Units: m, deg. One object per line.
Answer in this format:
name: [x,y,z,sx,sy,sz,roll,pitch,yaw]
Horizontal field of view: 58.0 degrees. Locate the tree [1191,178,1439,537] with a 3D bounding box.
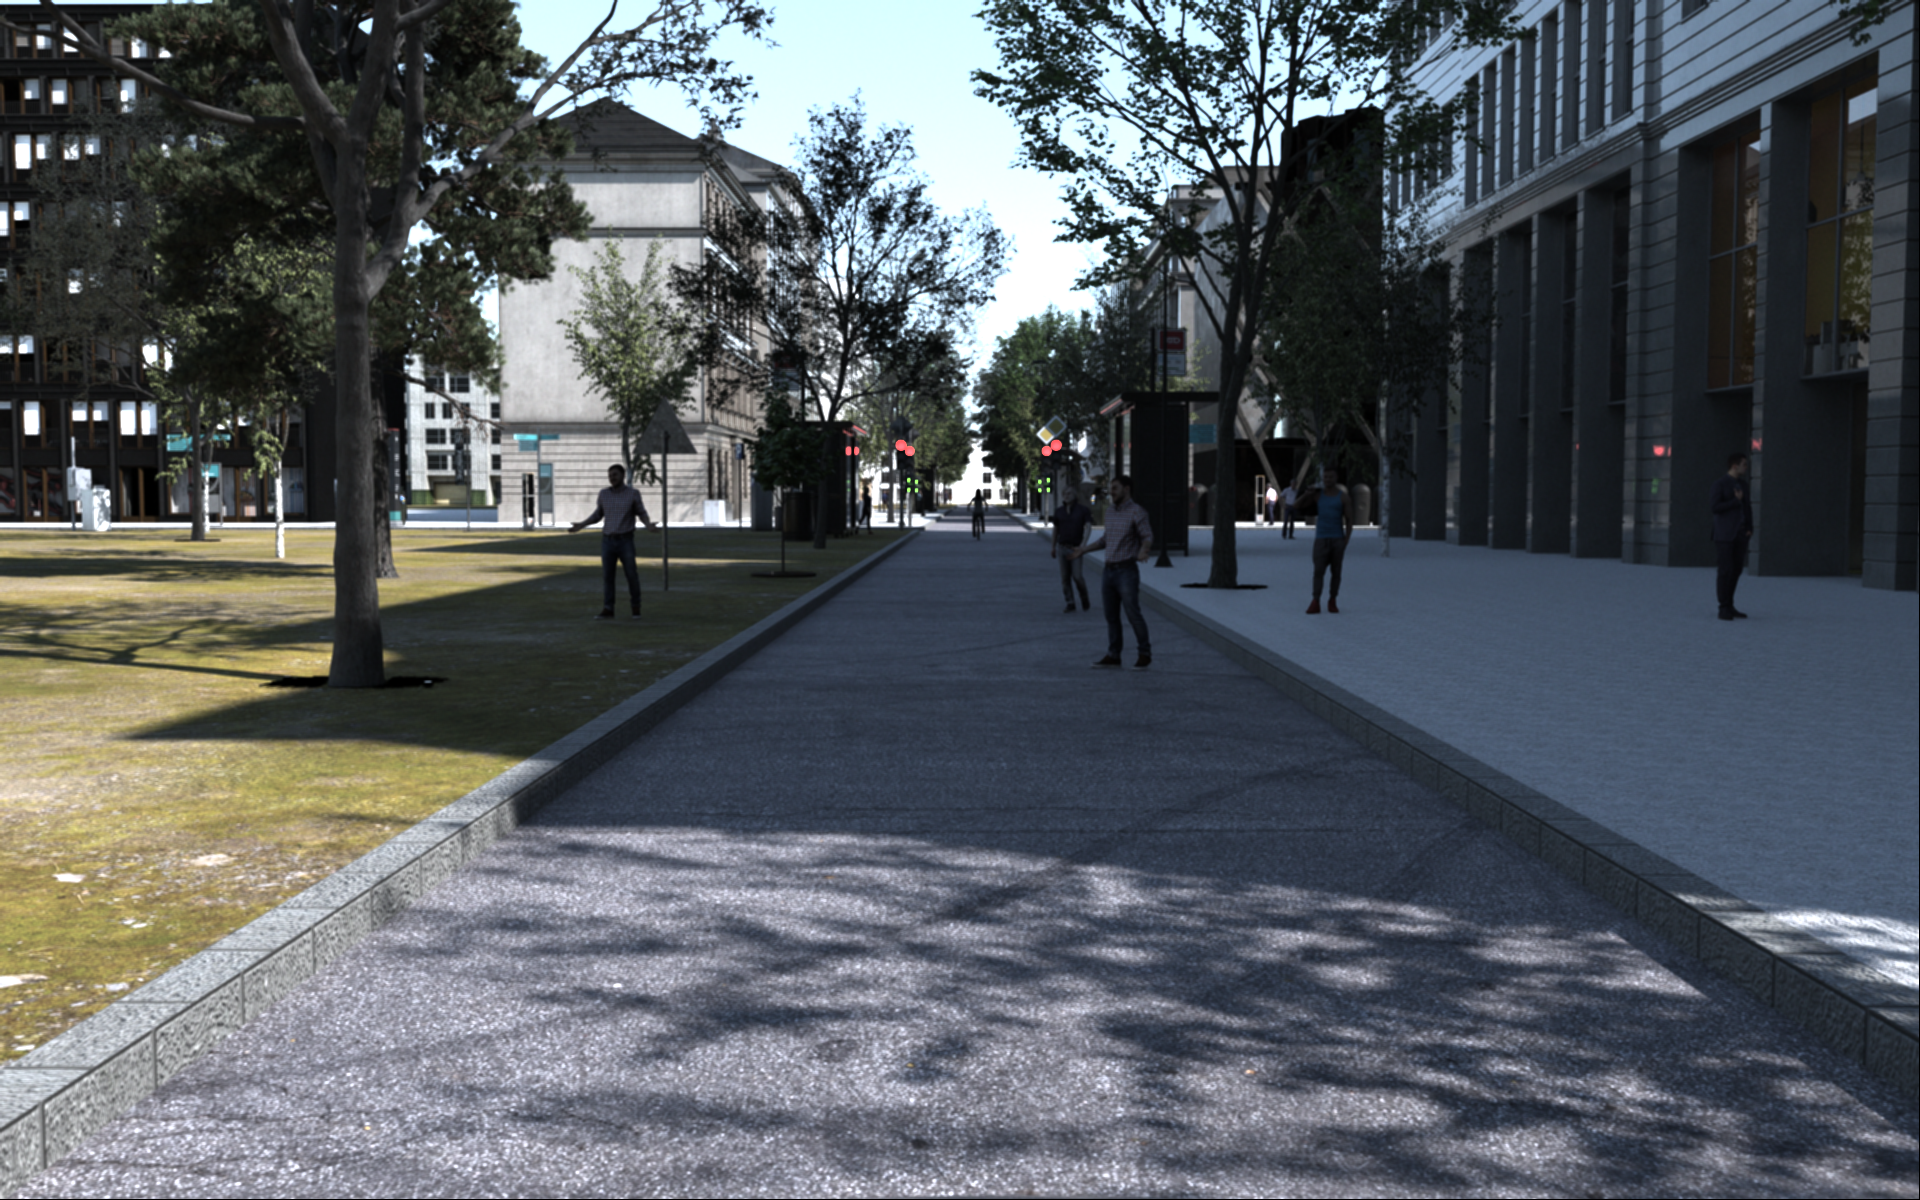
tree: [8.776,-5.525,40.692,4.737,8.622,4.395,0,3,0]

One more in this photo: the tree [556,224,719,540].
tree: [-8.963,-5.982,48.166,4.737,8.622,4.395,0,3,0]

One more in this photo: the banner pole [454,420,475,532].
banner pole: [-16.871,-4.208,58.814,0.863,3.779,0.401,2,4,33]

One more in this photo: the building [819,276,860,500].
building: [-24.322,-19.367,160.626,27.936,21.610,32.646,0,4,0]

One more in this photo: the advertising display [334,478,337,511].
advertising display: [-25.359,-3.996,70.548,0.123,1.923,0.974,-2,4,-26]

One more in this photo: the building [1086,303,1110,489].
building: [21.081,-19.629,177.353,16.016,20.091,11.380,0,4,0]

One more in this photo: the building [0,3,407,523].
building: [-36.394,-15.450,82.283,15.834,23.373,12.332,0,4,0]

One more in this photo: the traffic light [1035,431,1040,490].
traffic light: [3.400,-4.853,68.595,0.839,4.213,0.868,0,4,0]

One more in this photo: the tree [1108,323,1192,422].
tree: [8.869,-7.610,74.783,4.737,8.622,4.395,0,3,0]

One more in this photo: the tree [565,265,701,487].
tree: [-10.658,-6.510,56.800,4.360,8.622,3.978,0,3,0]

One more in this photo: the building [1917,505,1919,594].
building: [18.070,-10.290,10.046,13.314,21.916,24.055,0,4,0]

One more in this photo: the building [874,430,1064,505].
building: [1.074,-18.219,240.030,28.070,9.664,9.099,0,4,0]

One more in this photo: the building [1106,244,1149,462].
building: [16.842,-17.450,134.459,9.793,20.994,18.267,0,4,0]

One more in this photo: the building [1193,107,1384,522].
building: [20.779,-13.248,84.060,16.811,18.784,16.820,0,4,0]

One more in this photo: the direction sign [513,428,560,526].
direction sign: [-17.217,-4.914,69.106,2.525,3.948,1.411,3,4,37]

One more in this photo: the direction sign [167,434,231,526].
direction sign: [-30.406,-4.890,68.720,2.525,3.948,1.411,0,4,-1]

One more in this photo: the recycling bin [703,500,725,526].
recycling bin: [-9.898,-3.498,69.751,0.722,1.027,0.722,0,4,6]

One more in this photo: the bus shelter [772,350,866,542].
bus shelter: [-4.109,-4.481,50.902,2.179,5.291,8.768,0,4,0]

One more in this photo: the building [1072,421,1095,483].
building: [17.960,-15.635,197.780,9.099,9.664,28.070,0,4,0]

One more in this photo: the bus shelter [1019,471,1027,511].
bus shelter: [5.368,-8.475,132.483,2.014,3.302,5.546,0,4,0]

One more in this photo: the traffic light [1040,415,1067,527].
traffic light: [3.331,-4.365,60.611,0.839,4.213,0.868,0,4,0]

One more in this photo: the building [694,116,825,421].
building: [-16.980,-20.147,126.664,12.463,27.353,25.104,0,4,0]

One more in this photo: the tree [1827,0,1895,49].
tree: [7.126,-5.104,9.210,9.928,11.665,9.643,0,3,0]

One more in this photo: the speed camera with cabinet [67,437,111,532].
speed camera with cabinet: [-30.013,-3.994,59.644,2.038,3.252,0.660,3,5,40]

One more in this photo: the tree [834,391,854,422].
tree: [-6.812,-10.236,117.719,4.737,8.622,4.395,0,3,0]

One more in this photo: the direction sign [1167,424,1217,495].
direction sign: [7.672,-4.340,59.718,2.525,3.948,1.411,1,4,18]

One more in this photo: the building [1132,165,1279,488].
building: [18.884,-16.605,113.291,13.314,21.916,24.055,0,4,0]

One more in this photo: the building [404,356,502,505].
building: [-53.539,-20.629,203.740,31.486,18.905,16.747,0,4,0]

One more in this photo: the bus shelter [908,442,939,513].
bus shelter: [-2.682,-8.941,123.822,2.179,5.291,8.768,0,4,1]

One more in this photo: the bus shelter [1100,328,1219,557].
bus shelter: [4.392,-3.792,39.623,2.179,5.291,8.768,0,4,1]

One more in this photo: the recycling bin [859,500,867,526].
recycling bin: [-4.058,-3.529,70.259,0.722,1.027,0.722,0,4,1]

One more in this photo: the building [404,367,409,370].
building: [-60.909,-24.828,249.912,32.646,21.610,27.936,0,4,0]

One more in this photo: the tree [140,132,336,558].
tree: [-13.951,-5.154,34.624,4.737,8.622,4.395,0,3,0]

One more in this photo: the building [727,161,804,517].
building: [-15.187,-15.660,105.196,9.793,20.994,18.267,0,4,0]

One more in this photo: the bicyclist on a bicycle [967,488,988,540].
bicyclist on a bicycle: [0.565,-2.682,53.867,1.499,1.676,1.625,0,4,-1]

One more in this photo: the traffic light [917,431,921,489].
traffic light: [-1.961,-4.855,68.625,0.839,4.213,0.868,0,4,0]

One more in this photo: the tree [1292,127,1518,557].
tree: [8.875,-5.170,34.893,4.360,8.622,3.978,0,3,0]

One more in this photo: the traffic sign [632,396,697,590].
traffic sign: [-3.923,-1.407,23.005,0.884,2.594,0.081,0,4,8]

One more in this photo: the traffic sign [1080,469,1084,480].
traffic sign: [5.458,-4.971,81.379,0.768,2.556,0.104,0,4,5]

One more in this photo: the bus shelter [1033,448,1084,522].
bus shelter: [4.499,-5.154,78.189,2.014,3.302,5.546,0,4,1]

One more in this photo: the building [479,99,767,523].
building: [-15.853,-13.527,85.799,10.561,19.102,19.286,0,4,0]

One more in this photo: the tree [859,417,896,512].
tree: [-5.871,-10.740,125.958,4.360,8.622,3.978,0,3,0]

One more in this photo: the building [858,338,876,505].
building: [-17.531,-20.654,194.115,16.016,20.091,11.380,0,4,0]

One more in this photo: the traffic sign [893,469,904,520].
traffic sign: [-3.173,-5.324,87.146,0.768,2.556,0.104,0,4,7]

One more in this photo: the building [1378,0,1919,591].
building: [17.891,-15.853,36.688,11.434,29.767,29.804,0,4,0]

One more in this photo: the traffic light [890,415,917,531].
traffic light: [-2.030,-4.367,60.641,0.839,4.213,0.868,0,4,0]
